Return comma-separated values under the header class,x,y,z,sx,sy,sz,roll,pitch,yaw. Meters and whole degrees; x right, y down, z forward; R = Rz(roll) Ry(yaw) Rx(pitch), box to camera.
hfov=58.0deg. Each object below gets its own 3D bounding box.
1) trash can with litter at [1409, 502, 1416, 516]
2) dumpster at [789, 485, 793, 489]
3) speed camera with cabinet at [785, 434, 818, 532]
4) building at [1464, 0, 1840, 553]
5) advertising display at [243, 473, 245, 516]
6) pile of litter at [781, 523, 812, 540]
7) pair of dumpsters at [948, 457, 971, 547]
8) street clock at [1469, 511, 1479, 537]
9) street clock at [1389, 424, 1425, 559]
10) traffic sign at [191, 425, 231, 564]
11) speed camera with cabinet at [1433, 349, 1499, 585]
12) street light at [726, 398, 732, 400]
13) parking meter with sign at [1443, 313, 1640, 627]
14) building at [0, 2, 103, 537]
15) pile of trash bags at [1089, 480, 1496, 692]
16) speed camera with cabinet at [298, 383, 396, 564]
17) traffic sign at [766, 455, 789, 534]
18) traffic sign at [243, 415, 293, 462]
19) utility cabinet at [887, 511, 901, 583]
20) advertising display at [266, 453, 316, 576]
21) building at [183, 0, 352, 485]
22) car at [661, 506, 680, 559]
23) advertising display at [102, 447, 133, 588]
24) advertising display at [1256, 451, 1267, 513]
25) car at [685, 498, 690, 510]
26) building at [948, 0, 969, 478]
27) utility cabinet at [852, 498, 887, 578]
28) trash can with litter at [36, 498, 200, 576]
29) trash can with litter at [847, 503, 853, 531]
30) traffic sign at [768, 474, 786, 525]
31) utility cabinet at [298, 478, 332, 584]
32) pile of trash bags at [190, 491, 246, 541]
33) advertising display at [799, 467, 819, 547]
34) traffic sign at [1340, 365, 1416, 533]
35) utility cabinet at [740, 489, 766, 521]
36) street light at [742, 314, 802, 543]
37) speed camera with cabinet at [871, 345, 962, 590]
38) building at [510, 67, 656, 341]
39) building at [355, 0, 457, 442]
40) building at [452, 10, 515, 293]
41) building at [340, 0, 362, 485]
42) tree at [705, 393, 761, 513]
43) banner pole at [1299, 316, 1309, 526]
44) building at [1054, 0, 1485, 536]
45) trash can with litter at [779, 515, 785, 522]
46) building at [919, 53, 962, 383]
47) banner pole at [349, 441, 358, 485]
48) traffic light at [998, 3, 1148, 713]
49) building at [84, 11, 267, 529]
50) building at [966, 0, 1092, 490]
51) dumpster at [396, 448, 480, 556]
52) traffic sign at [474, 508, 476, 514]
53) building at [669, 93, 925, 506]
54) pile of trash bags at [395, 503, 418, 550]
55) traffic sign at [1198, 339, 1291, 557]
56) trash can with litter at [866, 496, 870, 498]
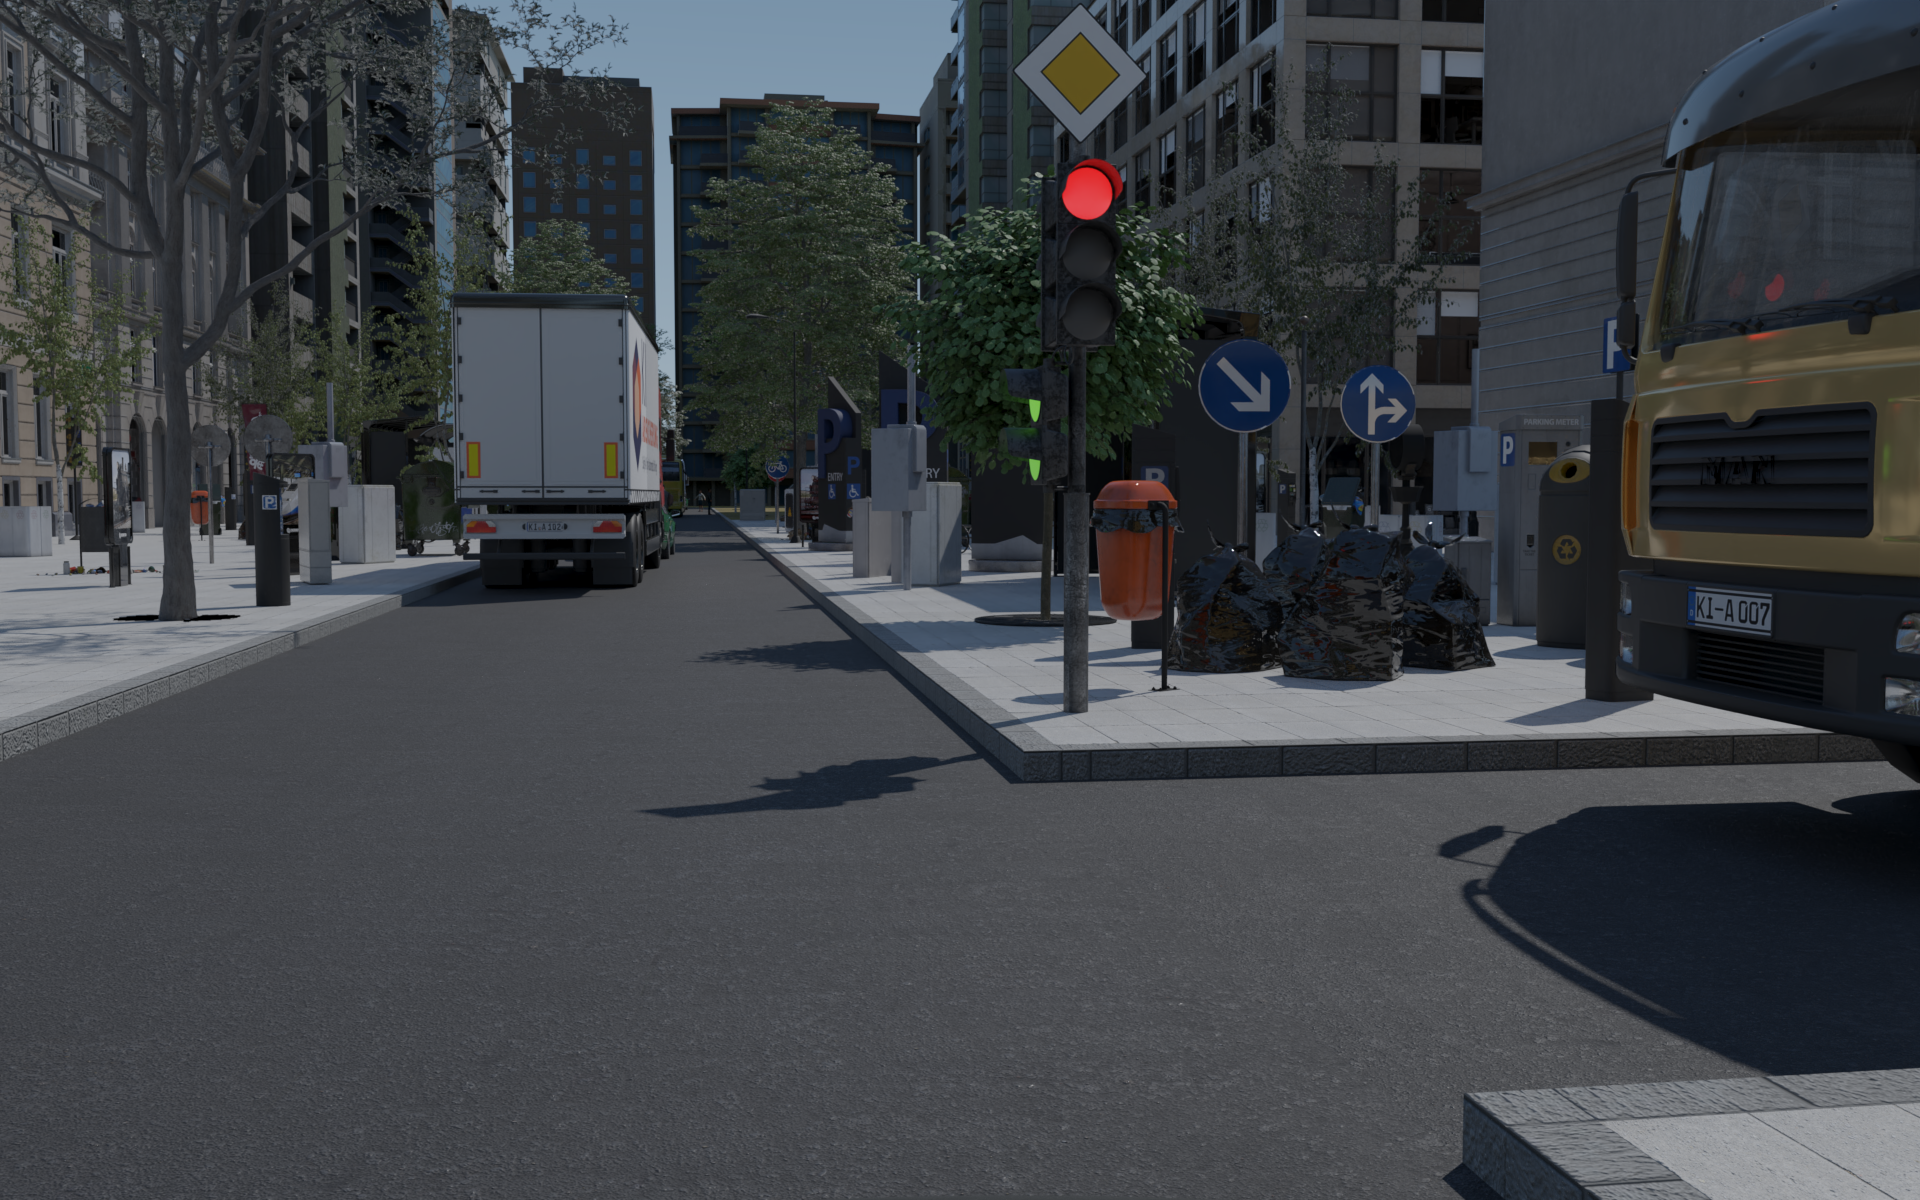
class,x,y,z,sx,sy,sz,roll,pitch,yaw
trash can with litter,13.420,-2.434,50.848,1.678,1.210,2.233,2,4,25
dumpster,-7.541,-4.692,82.474,1.264,1.857,1.865,-1,4,-9
speed camera with cabinet,-5.225,-3.883,57.824,0.660,3.252,2.038,-2,4,-28
building,23.840,-11.764,34.138,24.055,21.916,13.314,-1,4,-9
advertising display,-20.714,-2.818,51.287,0.974,1.923,0.123,0,4,2
pile of litter,-4.331,-2.122,48.654,1.719,0.858,1.176,-3,4,-36
pair of dumpsters,-0.694,-2.524,43.763,1.574,2.255,4.437,-1,4,-9
street clock,10.229,-1.828,34.460,0.471,2.002,0.358,2,4,26
street clock,4.639,-0.823,18.030,0.358,2.002,0.471,0,4,-4
traffic sign,-13.793,-1.942,31.853,0.768,2.556,0.104,0,4,-4
speed camera with cabinet,7.593,-1.822,24.134,2.038,3.252,0.660,-1,4,-23
street light,-10.870,-6.804,83.789,1.470,5.913,1.316,-1,4,-9
parking meter with sign,5.639,-1.262,16.902,1.738,3.016,0.543,0,4,-7
building,-32.372,-15.818,44.523,13.634,28.700,20.117,-1,4,-9
pile of trash bags,2.231,-0.162,12.402,3.447,1.369,1.912,-3,5,-42
speed camera with cabinet,-11.163,-2.277,31.567,0.660,3.252,2.038,1,4,18
traffic sign,-5.888,-3.414,55.919,0.768,2.556,0.104,0,4,-7
traffic sign,-11.123,-1.698,27.874,0.768,2.556,0.104,0,4,-8
utility cabinet,-0.524,-0.870,25.380,1.020,1.237,0.306,-3,4,-37
advertising display,-10.534,-1.352,27.318,0.123,1.923,0.974,1,4,20
building,-39.447,-19.287,87.049,14.160,30.474,14.107,-1,4,-9
car,-7.473,-1.692,39.462,2.131,1.459,4.920,0,4,-7
advertising display,-11.693,-1.153,24.068,0.123,1.923,0.974,-1,4,-11
advertising display,4.147,-1.256,25.745,0.974,1.923,0.123,-2,4,-32
car,-25.565,-8.873,156.865,2.131,1.459,4.920,-1,4,-9
building,7.599,-50.121,132.153,22.319,86.520,31.000,-1,4,-9
utility cabinet,-1.342,-0.969,27.002,0.306,1.237,1.020,1,4,22
trash can with litter,-13.538,-1.034,27.962,2.233,1.210,1.678,-1,4,-12
trash can with litter,-2.139,-1.596,37.485,0.624,1.170,1.055,0,4,-5
traffic sign,-7.555,-4.371,71.564,0.768,2.556,0.104,0,4,-1
utility cabinet,-9.276,-0.993,24.922,0.318,1.500,1.173,-2,4,-27
pile of trash bags,-19.719,-2.367,48.456,3.447,1.369,1.912,-2,4,-28
advertising display,-3.379,-2.229,41.663,0.974,1.923,0.123,1,4,10
traffic sign,4.115,-1.044,17.173,0.768,2.556,0.104,0,4,-6
utility cabinet,-9.853,-4.502,82.281,1.173,1.500,0.318,0,4,3
street light,-4.822,-4.426,44.913,1.470,5.913,1.316,-1,4,-9
speed camera with cabinet,-0.585,-1.805,23.854,0.660,3.252,2.038,1,4,20
building,-39.947,-32.779,186.055,14.200,45.320,14.600,-1,4,-9
building,-47.290,-29.604,134.133,14.200,45.320,14.600,-1,4,-9
building,-61.576,-36.703,189.327,27.495,52.752,28.713,-1,4,-9
building,-45.157,-40.624,102.461,20.563,71.187,20.611,-1,4,-9
tree,-15.228,-10.211,117.314,4.360,8.622,3.978,0,3,0
banner pole,4.885,-2.120,24.682,0.401,3.779,0.863,1,4,11
building,16.724,-16.289,70.835,19.350,26.468,34.151,-1,4,-9
trash can with litter,-7.949,-4.232,80.585,1.055,1.170,0.624,1,4,13
building,6.416,-34.989,195.775,21.600,48.544,21.300,-1,4,-9
banner pole,-28.470,-5.578,81.224,0.863,3.779,0.401,3,4,39
traffic light,0.663,-1.295,10.094,0.839,4.253,0.868,-1,4,-9
building,-36.321,-13.739,66.430,13.314,21.916,24.055,-1,4,-9
building,7.214,-26.103,110.382,14.154,41.232,14.086,-1,4,-9
dumpster,-10.959,-2.075,36.426,1.502,2.255,1.985,-1,4,-9
traffic sign,-13.703,-2.917,48.885,0.795,2.450,0.064,0,4,-8
building,-19.126,-32.904,192.601,28.867,44.769,22.147,-1,4,-9
pile of trash bags,-13.687,-1.813,39.392,1.912,1.369,3.447,0,4,3
traffic sign,2.338,-0.870,14.327,0.768,2.556,0.104,0,4,-2
trash can with litter,-2.799,-2.583,53.296,1.678,1.210,2.233,-2,4,-28
